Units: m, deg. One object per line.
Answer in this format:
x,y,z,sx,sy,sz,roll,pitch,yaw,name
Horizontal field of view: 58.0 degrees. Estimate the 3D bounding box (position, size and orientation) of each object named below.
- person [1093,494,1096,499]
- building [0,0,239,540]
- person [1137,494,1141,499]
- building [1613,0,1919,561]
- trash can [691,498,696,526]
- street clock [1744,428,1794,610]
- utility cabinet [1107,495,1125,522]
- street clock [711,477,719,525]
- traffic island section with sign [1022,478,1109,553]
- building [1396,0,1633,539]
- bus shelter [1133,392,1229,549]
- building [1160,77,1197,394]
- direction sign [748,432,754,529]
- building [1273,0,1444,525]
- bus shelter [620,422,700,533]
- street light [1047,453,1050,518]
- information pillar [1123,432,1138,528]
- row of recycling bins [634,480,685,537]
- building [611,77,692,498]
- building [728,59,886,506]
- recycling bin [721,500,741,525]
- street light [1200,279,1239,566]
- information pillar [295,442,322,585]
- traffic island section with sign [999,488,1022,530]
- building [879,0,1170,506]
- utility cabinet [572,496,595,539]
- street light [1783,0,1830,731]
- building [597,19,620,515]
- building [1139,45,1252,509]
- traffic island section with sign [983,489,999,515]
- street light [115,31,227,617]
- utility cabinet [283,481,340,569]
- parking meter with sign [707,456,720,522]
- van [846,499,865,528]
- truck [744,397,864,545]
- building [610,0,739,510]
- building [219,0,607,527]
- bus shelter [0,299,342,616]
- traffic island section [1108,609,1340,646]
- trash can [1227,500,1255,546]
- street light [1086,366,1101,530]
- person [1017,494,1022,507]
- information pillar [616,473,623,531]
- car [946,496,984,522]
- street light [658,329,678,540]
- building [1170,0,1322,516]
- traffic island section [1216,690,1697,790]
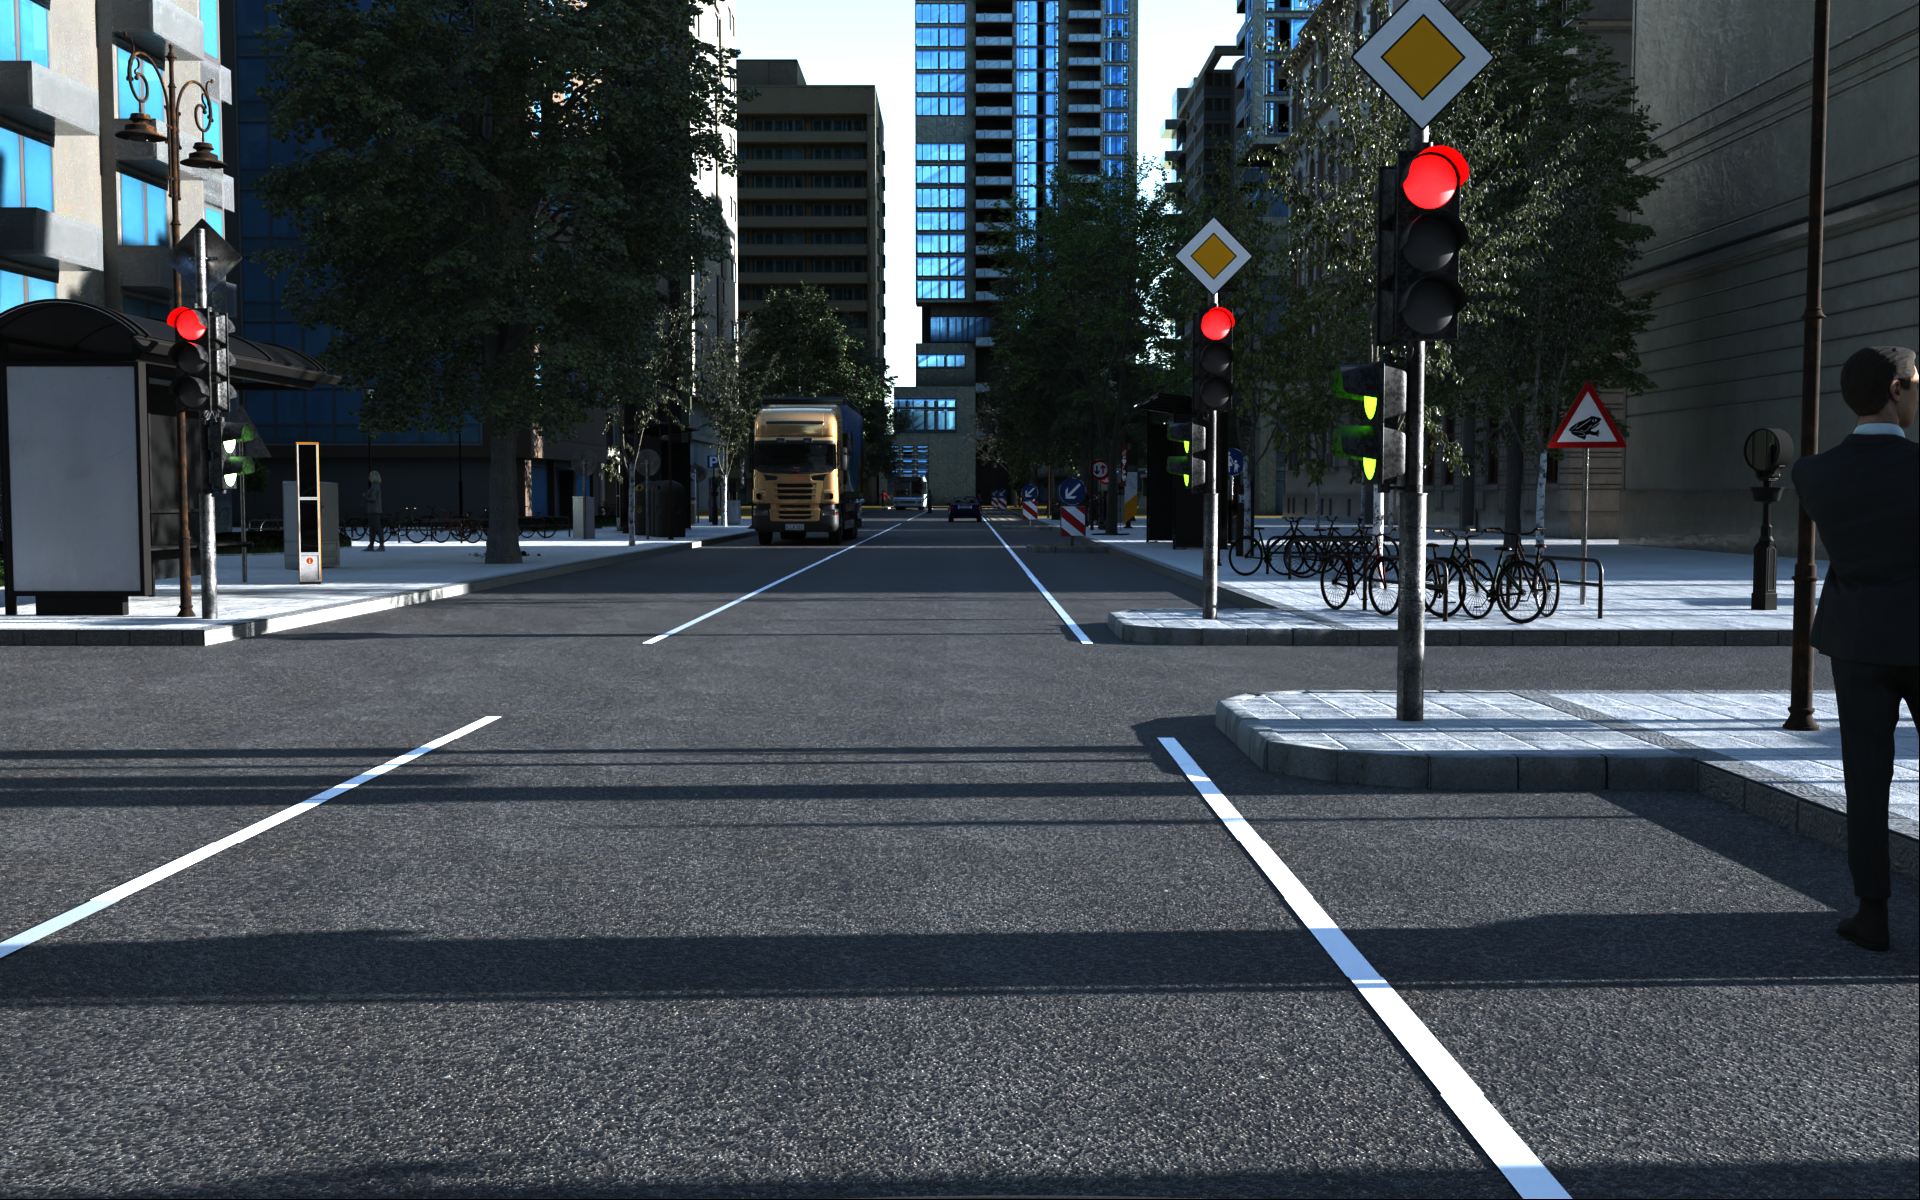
10.650,-7.841,137.479,0.697,1.427,0.421,1,4,18,person
-33.359,-25.851,42.276,23.786,49.044,30.456,0,3,0,building
13.768,-7.999,137.649,1.217,1.723,0.721,0,4,-5,person
30.970,-12.403,36.081,30.059,22.955,16.112,0,3,0,building
-10.798,-3.483,68.608,0.748,1.137,0.748,0,3,0,trash can
8.925,-0.893,19.167,0.358,2.002,0.471,-2,4,-25,street clock
7.246,-4.167,79.295,1.020,1.237,0.306,3,4,39,utility cabinet
-10.153,-4.108,71.738,0.358,2.002,0.471,-1,4,-23,street clock
2.647,-2.106,43.056,1.989,1.847,2.006,0,3,0,traffic island section with sign
22.326,-13.590,58.351,11.583,22.565,21.152,0,3,0,building
5.466,-3.174,43.170,1.731,3.624,6.357,0,4,0,bus shelter
38.096,-35.416,198.658,30.456,49.044,23.786,0,3,0,building
-7.680,-4.408,64.062,0.379,3.537,0.876,0,4,6,direction sign
23.516,-17.959,81.020,14.401,28.519,23.554,0,3,0,building
-10.227,-4.169,59.452,1.731,3.624,6.357,0,4,0,bus shelter
4.736,-7.322,92.506,0.468,5.910,1.993,0,3,0,street light
6.385,-4.492,64.807,0.504,3.616,0.183,0,4,2,information pillar
-9.142,-2.797,52.845,1.069,1.692,3.534,-2,4,-23,row of recycling bins
-26.861,-21.342,120.637,14.160,30.474,14.107,0,3,0,building
-19.569,-35.083,197.301,21.600,48.544,21.300,0,3,0,building
-9.625,-3.683,72.776,0.722,1.027,0.722,0,4,3,recycling bin
4.598,-3.550,30.824,0.468,5.910,1.993,0,3,0,street light
-9.269,-1.233,24.651,0.304,2.012,0.304,-1,4,-20,information pillar
2.689,-3.759,70.091,1.989,1.847,2.006,0,3,0,traffic island section with sign
6.732,-54.060,196.550,31.000,86.520,22.319,0,3,0,building
-10.896,-2.387,50.181,0.306,1.237,1.020,-2,4,-33,utility cabinet
4.594,-2.232,9.283,0.468,5.910,1.993,0,3,0,street light
-29.595,-40.601,102.073,20.563,71.187,20.611,0,3,0,building
31.911,-27.729,145.254,32.217,40.220,23.993,0,3,0,building
2.790,-6.786,119.583,1.989,1.847,2.006,0,3,0,traffic island section with sign
-8.104,-2.763,17.962,0.468,5.910,1.993,0,3,0,street light
-11.145,-1.292,29.809,0.318,1.500,1.173,1,4,13,utility cabinet
-11.308,-5.090,79.478,0.543,3.016,1.738,-1,4,-9,parking meter with sign
-5.095,-4.133,74.584,2.013,2.044,4.112,0,4,-1,van
-4.493,-3.877,52.305,2.839,4.237,11.283,0,4,0,truck
-33.033,-33.846,142.622,27.495,52.752,28.713,0,3,0,building
-23.421,-25.843,72.643,14.600,45.320,14.200,0,3,0,building
-9.372,-1.641,20.754,2.014,3.302,5.546,0,3,0,bus shelter
2.593,0.272,17.828,2.009,0.180,2.903,0,3,0,traffic island section
6.902,-1.896,42.660,0.748,1.137,0.748,0,3,0,trash can
4.705,-5.430,61.573,0.468,5.910,1.993,0,3,0,street light
5.927,-9.938,169.058,0.721,1.766,1.217,-2,4,-28,person
-11.786,-3.419,60.396,0.304,2.012,0.304,-2,4,-34,information pillar
0.264,-4.719,89.735,1.945,1.354,3.894,0,4,0,car
-8.152,-4.640,48.657,0.468,5.910,1.993,0,3,0,street light
27.042,-49.149,116.255,22.319,86.520,31.000,0,3,0,building
2.578,0.761,9.843,2.009,0.180,2.903,0,3,0,traffic island section
